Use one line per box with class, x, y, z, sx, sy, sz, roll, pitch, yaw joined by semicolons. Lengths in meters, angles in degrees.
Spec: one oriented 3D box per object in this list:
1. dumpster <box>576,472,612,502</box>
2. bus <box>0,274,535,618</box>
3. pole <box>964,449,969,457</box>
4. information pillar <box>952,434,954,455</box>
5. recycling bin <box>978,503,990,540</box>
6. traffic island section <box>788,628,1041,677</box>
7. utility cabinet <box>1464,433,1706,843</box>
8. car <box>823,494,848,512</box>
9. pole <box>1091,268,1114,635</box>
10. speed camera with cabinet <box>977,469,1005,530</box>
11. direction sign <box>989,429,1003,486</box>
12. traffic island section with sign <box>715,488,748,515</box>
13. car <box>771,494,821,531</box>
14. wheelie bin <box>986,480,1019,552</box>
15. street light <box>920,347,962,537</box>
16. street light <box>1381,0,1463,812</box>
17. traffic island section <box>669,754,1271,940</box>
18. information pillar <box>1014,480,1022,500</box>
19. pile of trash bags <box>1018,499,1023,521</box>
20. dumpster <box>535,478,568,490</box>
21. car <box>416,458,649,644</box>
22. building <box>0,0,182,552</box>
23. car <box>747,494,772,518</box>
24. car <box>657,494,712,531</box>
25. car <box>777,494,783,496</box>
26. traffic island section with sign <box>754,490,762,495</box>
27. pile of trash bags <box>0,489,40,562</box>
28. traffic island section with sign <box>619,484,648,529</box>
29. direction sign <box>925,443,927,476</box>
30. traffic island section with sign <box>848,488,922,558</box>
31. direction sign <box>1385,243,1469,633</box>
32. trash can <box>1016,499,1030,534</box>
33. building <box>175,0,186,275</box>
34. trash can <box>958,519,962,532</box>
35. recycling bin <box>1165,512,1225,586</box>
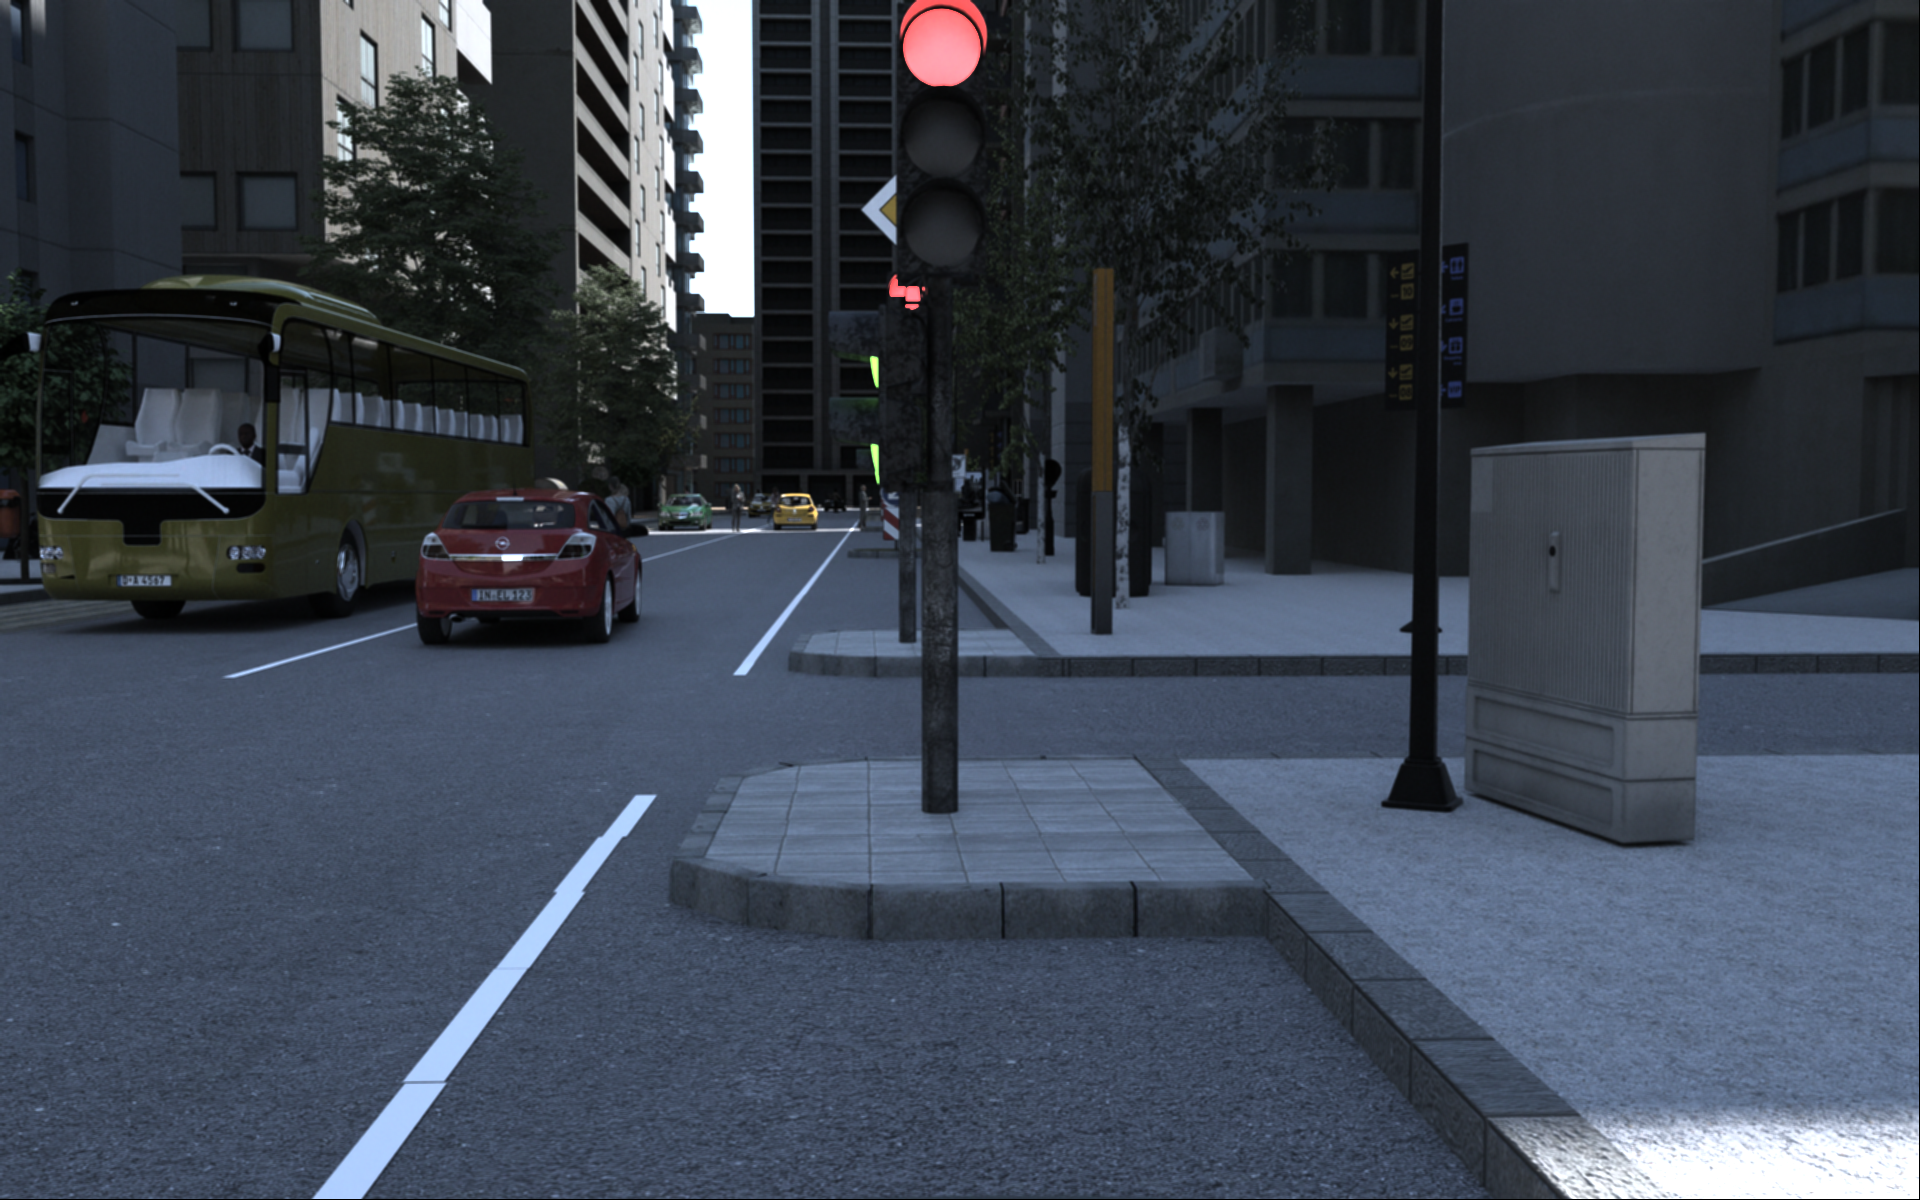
dumpster;-15.877;-4.466;75.507;1.502;2.255;1.985;0;4;-3
bus;-8.347;-1.939;23.256;2.896;3.916;12.252;0;4;-1
pole;0.294;-5.155;78.131;0.158;3.312;0.155;0;3;0
information pillar;-0.258;-4.615;66.812;0.183;3.616;0.504;1;4;8
recycling bin;0.994;-2.233;49.070;0.722;1.027;0.722;-3;4;-37
traffic island section;-0.431;0.446;14.994;2.009;0.180;2.903;0;4;-3
utility cabinet;2.407;0.114;6.811;0.318;1.500;1.173;-1;4;-12
car;-10.262;-8.119;142.524;2.009;1.686;4.222;0;4;-2
pole;1.297;-1.342;15.783;0.158;3.312;0.155;0;3;0
speed camera with cabinet;1.071;-4.166;62.447;0.660;3.252;2.038;1;4;18
direction sign;1.244;-4.189;60.487;0.379;3.537;0.876;-2;4;-30
traffic island section with sign;-15.373;-6.578;116.174;1.989;1.847;2.006;0;4;-3
car;-6.583;-3.625;69.488;2.015;1.641;3.980;0;4;-4
wheelie bin;0.947;-1.889;38.788;0.693;1.594;0.980;0;4;8
street light;-0.669;-4.835;51.593;1.470;5.913;1.316;0;4;-3
street light;1.369;-2.105;6.957;1.470;5.913;1.316;0;4;-3
traffic island section;-0.059;0.934;7.017;2.009;0.180;2.903;0;4;-3
information pillar;2.957;-5.149;88.678;0.304;2.012;0.304;-3;5;-41
pile of trash bags;3.228;-4.469;82.826;1.912;1.369;3.447;-2;4;-28
dumpster;-15.214;-3.551;63.811;1.264;1.857;1.865;0;4;-3
car;-4.384;-0.552;18.067;2.155;1.783;4.494;0;4;-5
building;-29.782;-29.764;28.636;21.231;58.520;28.212;0;4;-3
car;-12.106;-5.916;106.948;2.015;1.641;3.980;0;4;-2
car;-10.902;-3.494;68.922;2.131;1.459;4.920;0;4;-3
car;-12.424;-6.659;119.105;2.015;1.641;3.980;0;4;-3
traffic island section with sign;-16.620;-8.225;143.100;1.989;1.847;2.006;0;4;-3
pile of trash bags;-17.952;-1.491;34.135;1.912;1.369;3.447;0;4;1
traffic island section with sign;-13.059;-3.542;66.540;1.989;1.847;2.006;0;4;-3
direction sign;-1.244;-5.151;76.218;0.379;3.537;0.876;-3;4;-38
traffic island section with sign;-1.566;-1.892;39.566;1.989;1.847;2.006;0;4;-3
direction sign;4.296;-1.470;16.033;0.379;3.537;0.876;-3;4;-39
trash can;1.904;-2.671;55.332;0.748;1.137;0.748;0;3;0
building;-33.486;-29.066;64.465;28.713;52.752;27.495;0;4;-3
trash can;-0.255;-2.719;56.115;0.748;1.137;0.748;0;3;0
recycling bin;3.323;-0.731;24.504;0.722;1.027;0.722;1;4;19
